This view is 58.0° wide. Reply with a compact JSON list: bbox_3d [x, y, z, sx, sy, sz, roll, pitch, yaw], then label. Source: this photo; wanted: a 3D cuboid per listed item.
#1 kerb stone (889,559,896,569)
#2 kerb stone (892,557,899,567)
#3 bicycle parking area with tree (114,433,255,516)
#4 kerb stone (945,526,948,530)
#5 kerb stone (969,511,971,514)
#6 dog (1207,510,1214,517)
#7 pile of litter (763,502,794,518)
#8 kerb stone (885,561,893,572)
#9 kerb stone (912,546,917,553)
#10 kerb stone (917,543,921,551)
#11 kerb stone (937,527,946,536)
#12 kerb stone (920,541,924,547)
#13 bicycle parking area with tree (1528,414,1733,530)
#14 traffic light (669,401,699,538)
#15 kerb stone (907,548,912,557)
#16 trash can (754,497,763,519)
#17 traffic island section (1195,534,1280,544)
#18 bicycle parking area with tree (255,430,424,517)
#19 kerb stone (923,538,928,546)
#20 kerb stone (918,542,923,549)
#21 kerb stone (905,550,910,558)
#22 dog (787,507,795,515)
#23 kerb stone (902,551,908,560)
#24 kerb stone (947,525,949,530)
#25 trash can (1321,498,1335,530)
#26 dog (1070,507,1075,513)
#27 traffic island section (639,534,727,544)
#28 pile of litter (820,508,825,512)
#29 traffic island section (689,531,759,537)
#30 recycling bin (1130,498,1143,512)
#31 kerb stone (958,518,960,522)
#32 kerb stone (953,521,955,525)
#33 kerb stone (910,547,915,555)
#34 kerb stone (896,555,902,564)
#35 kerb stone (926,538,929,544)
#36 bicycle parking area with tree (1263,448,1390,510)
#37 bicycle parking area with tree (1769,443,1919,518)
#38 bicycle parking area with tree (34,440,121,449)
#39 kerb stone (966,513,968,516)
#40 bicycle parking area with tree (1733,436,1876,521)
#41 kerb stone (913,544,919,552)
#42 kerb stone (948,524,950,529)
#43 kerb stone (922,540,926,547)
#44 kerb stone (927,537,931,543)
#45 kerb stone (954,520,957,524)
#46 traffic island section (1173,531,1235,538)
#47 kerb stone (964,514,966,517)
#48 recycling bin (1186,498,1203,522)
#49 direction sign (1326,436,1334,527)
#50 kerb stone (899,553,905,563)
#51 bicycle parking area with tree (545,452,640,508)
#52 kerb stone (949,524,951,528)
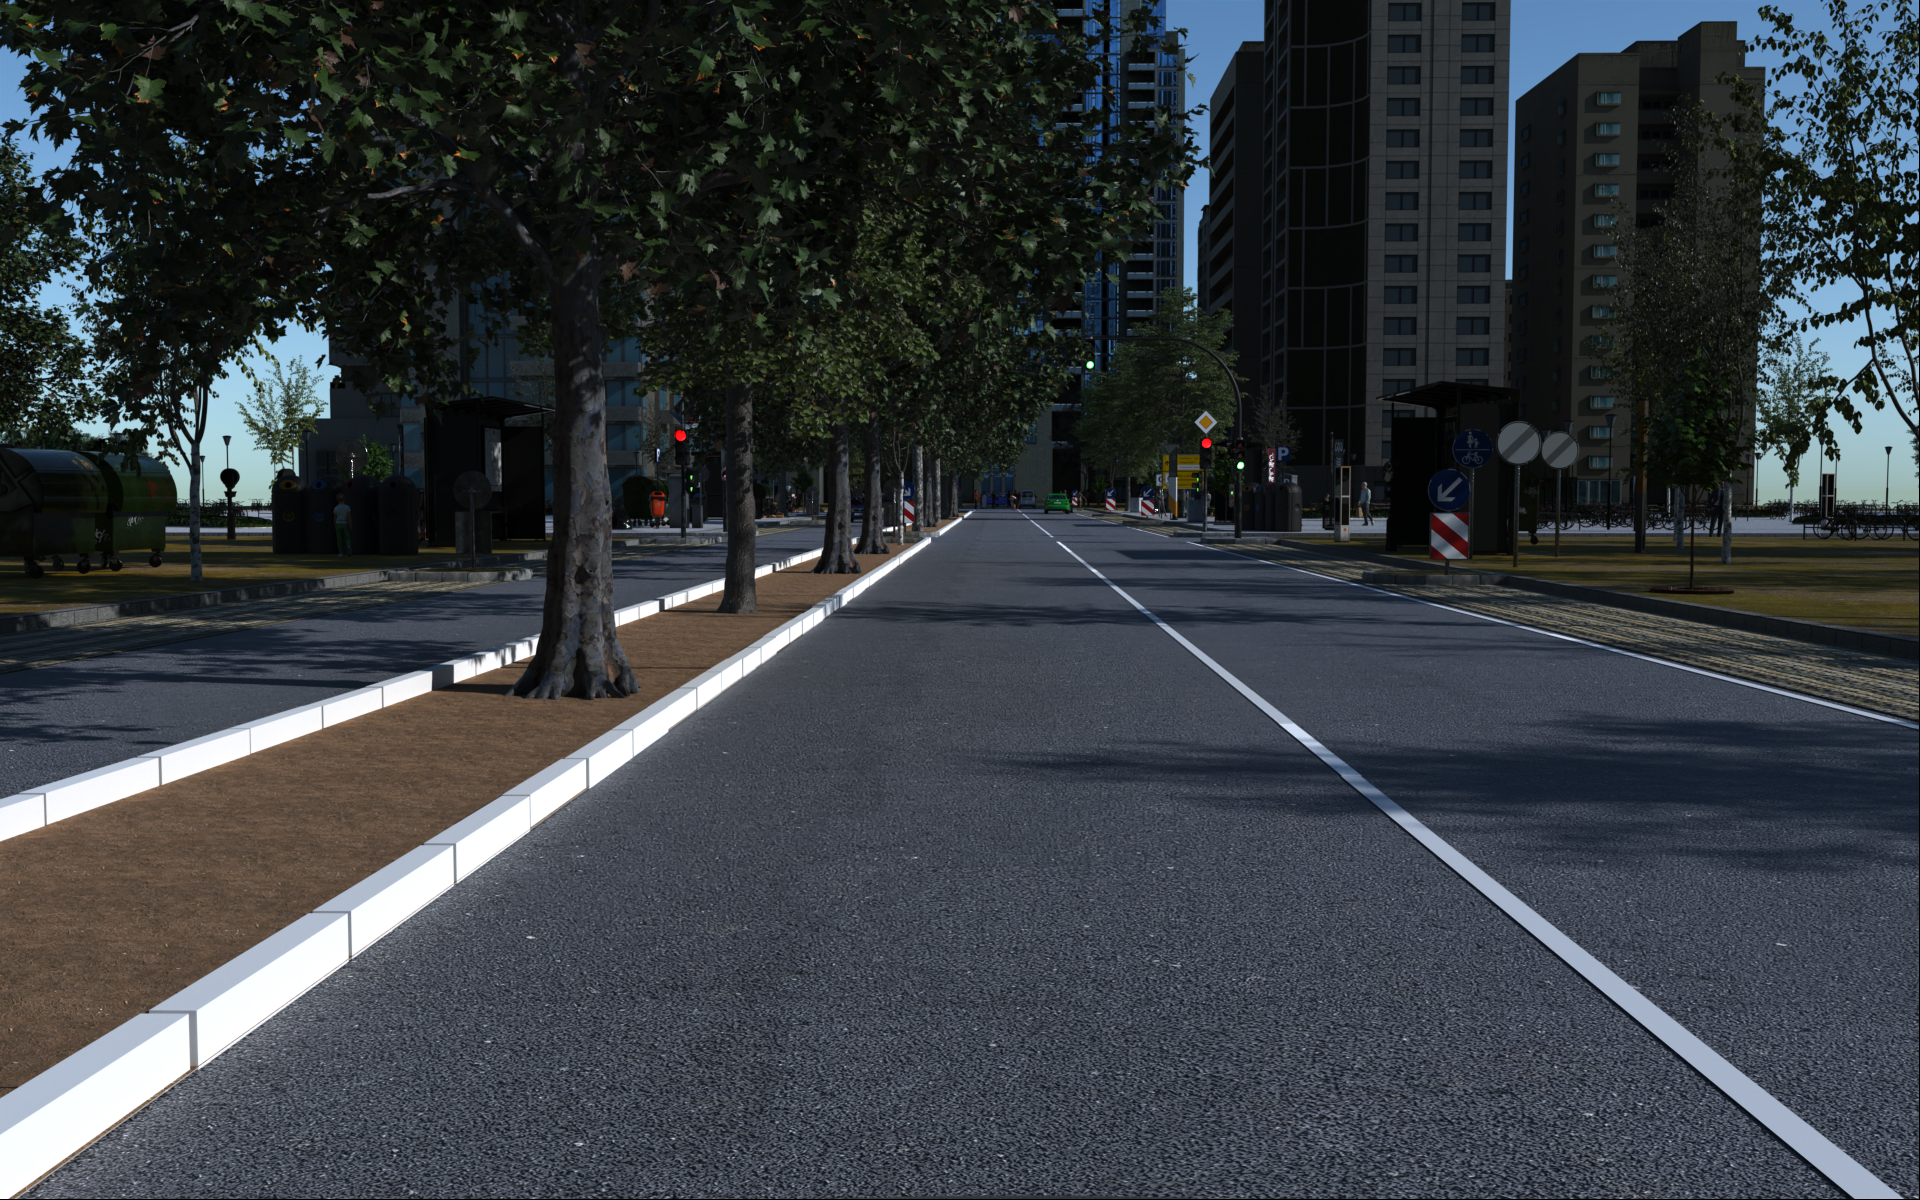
[{"bbox_3d":[-1.338,-0.630,32.492,0.120,0.150,1.000,0,4,1],"label":"kerb stone"},{"bbox_3d":[-1.315,-0.690,33.534,0.120,0.150,1.000,0,4,1],"label":"kerb stone"},{"bbox_3d":[-37.806,-5.892,83.337,8.231,4.147,9.016,-2,4,-35],"label":"bicycle parking area with tree"},{"bbox_3d":[-0.630,-2.604,64.786,0.120,0.150,1.000,0,4,1],"label":"kerb stone"},{"bbox_3d":[0.500,-5.739,116.021,0.120,0.150,1.000,0,4,1],"label":"kerb stone"},{"bbox_3d":[13.274,-4.624,92.425,0.540,0.507,0.406,0,4,-7],"label":"dog"},{"bbox_3d":[-10.008,-4.865,93.507,1.719,0.858,1.176,0,4,3],"label":"pile of litter"},{"bbox_3d":[-1.358,-0.567,31.470,0.120,0.150,1.000,0,4,1],"label":"kerb stone"},{"bbox_3d":[-1.158,-1.129,40.741,0.120,0.150,1.000,0,4,1],"label":"kerb stone"},{"bbox_3d":[-1.108,-1.260,42.795,0.120,0.150,1.000,0,4,1],"label":"kerb stone"},{"bbox_3d":[-0.677,-2.477,62.733,0.120,0.150,1.000,0,4,1],"label":"kerb stone"},{"bbox_3d":[-1.067,-1.385,44.840,0.120,0.150,1.000,0,4,1],"label":"kerb stone"},{"bbox_3d":[23.318,-4.759,64.820,9.016,4.147,8.231,1,4,16],"label":"bicycle parking area with tree"},{"bbox_3d":[-8.092,-3.776,50.662,0.839,4.253,0.868,0,4,1],"label":"traffic light"},{"bbox_3d":[-1.206,-1.009,38.688,0.120,0.150,1.000,0,4,1],"label":"kerb stone"},{"bbox_3d":[-10.348,-4.675,88.089,0.748,1.137,0.748,0,3,0],"label":"trash can"},{"bbox_3d":[8.106,-1.722,50.438,2.009,0.180,2.903,0,4,1],"label":"traffic island section"},{"bbox_3d":[-27.123,-5.647,79.329,8.231,4.147,9.016,-1,4,-14],"label":"bicycle parking area with tree"},{"bbox_3d":[-1.016,-1.510,46.886,0.120,0.150,1.000,0,4,1],"label":"kerb stone"},{"bbox_3d":[-1.086,-1.322,43.817,0.120,0.150,1.000,0,4,1],"label":"kerb stone"},{"bbox_3d":[-1.228,-0.943,37.650,0.120,0.150,1.000,0,4,1],"label":"kerb stone"},{"bbox_3d":[-10.480,-5.491,106.613,0.540,0.507,0.406,-1,4,-21],"label":"dog"},{"bbox_3d":[-1.248,-0.882,36.628,0.120,0.150,1.000,0,4,1],"label":"kerb stone"},{"bbox_3d":[-0.589,-2.726,66.840,0.120,0.150,1.000,0,4,1],"label":"kerb stone"},{"bbox_3d":[13.186,-3.050,61.513,0.748,1.137,0.748,0,3,0],"label":"trash can"},{"bbox_3d":[8.418,-6.903,133.049,0.748,0.427,0.550,1,4,13],"label":"dog"},{"bbox_3d":[-8.132,-1.744,50.798,2.009,0.180,2.903,0,4,1],"label":"traffic island section"},{"bbox_3d":[-10.089,-6.649,122.679,1.176,0.858,1.719,1,4,21],"label":"pile of litter"},{"bbox_3d":[-7.956,-2.232,58.781,2.009,0.180,2.903,0,4,1],"label":"traffic island section"},{"bbox_3d":[12.486,-6.719,122.414,0.722,1.027,0.722,2,4,28],"label":"recycling bin"},{"bbox_3d":[-0.202,-3.797,84.273,0.120,0.150,1.000,0,4,1],"label":"kerb stone"},{"bbox_3d":[-0.398,-3.233,75.051,0.120,0.150,1.000,0,4,1],"label":"kerb stone"},{"bbox_3d":[-1.177,-1.070,39.711,0.120,0.150,1.000,0,4,1],"label":"kerb stone"},{"bbox_3d":[-1.298,-0.757,34.565,0.120,0.150,1.000,0,4,1],"label":"kerb stone"},{"bbox_3d":[-1.001,-1.566,47.908,0.120,0.150,1.000,0,4,1],"label":"kerb stone"},{"bbox_3d":[21.670,-7.502,109.660,8.231,4.147,9.016,3,5,39],"label":"bicycle parking area with tree"},{"bbox_3d":[55.539,-7.344,107.070,9.016,4.147,8.231,0,4,8],"label":"bicycle parking area with tree"},{"bbox_3d":[-50.918,-6.948,100.607,8.231,4.147,9.016,1,4,19],"label":"bicycle parking area with tree"},{"bbox_3d":[0.251,-5.050,104.754,0.120,0.150,1.000,0,4,1],"label":"kerb stone"},{"bbox_3d":[39.316,-5.966,84.551,8.231,4.147,9.016,1,4,20],"label":"bicycle parking area with tree"},{"bbox_3d":[-1.134,-1.197,41.766,0.120,0.150,1.000,0,4,1],"label":"kerb stone"},{"bbox_3d":[-0.561,-2.793,67.861,0.120,0.150,1.000,0,4,1],"label":"kerb stone"},{"bbox_3d":[-1.044,-1.447,45.864,0.120,0.150,1.000,0,4,1],"label":"kerb stone"},{"bbox_3d":[-0.981,-1.635,48.929,0.120,0.150,1.000,0,4,1],"label":"kerb stone"},{"bbox_3d":[-0.330,-3.418,78.125,0.120,0.150,1.000,0,4,1],"label":"kerb stone"},{"bbox_3d":[8.281,-2.210,58.421,2.009,0.180,2.903,0,4,1],"label":"traffic island section"},{"bbox_3d":[0.113,-4.674,98.617,0.120,0.150,1.000,0,4,1],"label":"kerb stone"},{"bbox_3d":[10.776,-4.091,79.442,0.722,1.027,0.722,0,4,2],"label":"recycling bin"},{"bbox_3d":[14.598,-4.649,68.011,0.379,3.537,0.876,1,4,16],"label":"direction sign"},{"bbox_3d":[-1.264,-0.813,35.600,0.120,0.150,1.000,0,4,1],"label":"kerb stone"},{"bbox_3d":[-24.462,-7.947,116.939,8.231,4.147,9.016,0,4,-3],"label":"bicycle parking area with tree"},{"bbox_3d":[-0.537,-2.856,68.883,0.120,0.150,1.000,0,4,1],"label":"kerb stone"}]
